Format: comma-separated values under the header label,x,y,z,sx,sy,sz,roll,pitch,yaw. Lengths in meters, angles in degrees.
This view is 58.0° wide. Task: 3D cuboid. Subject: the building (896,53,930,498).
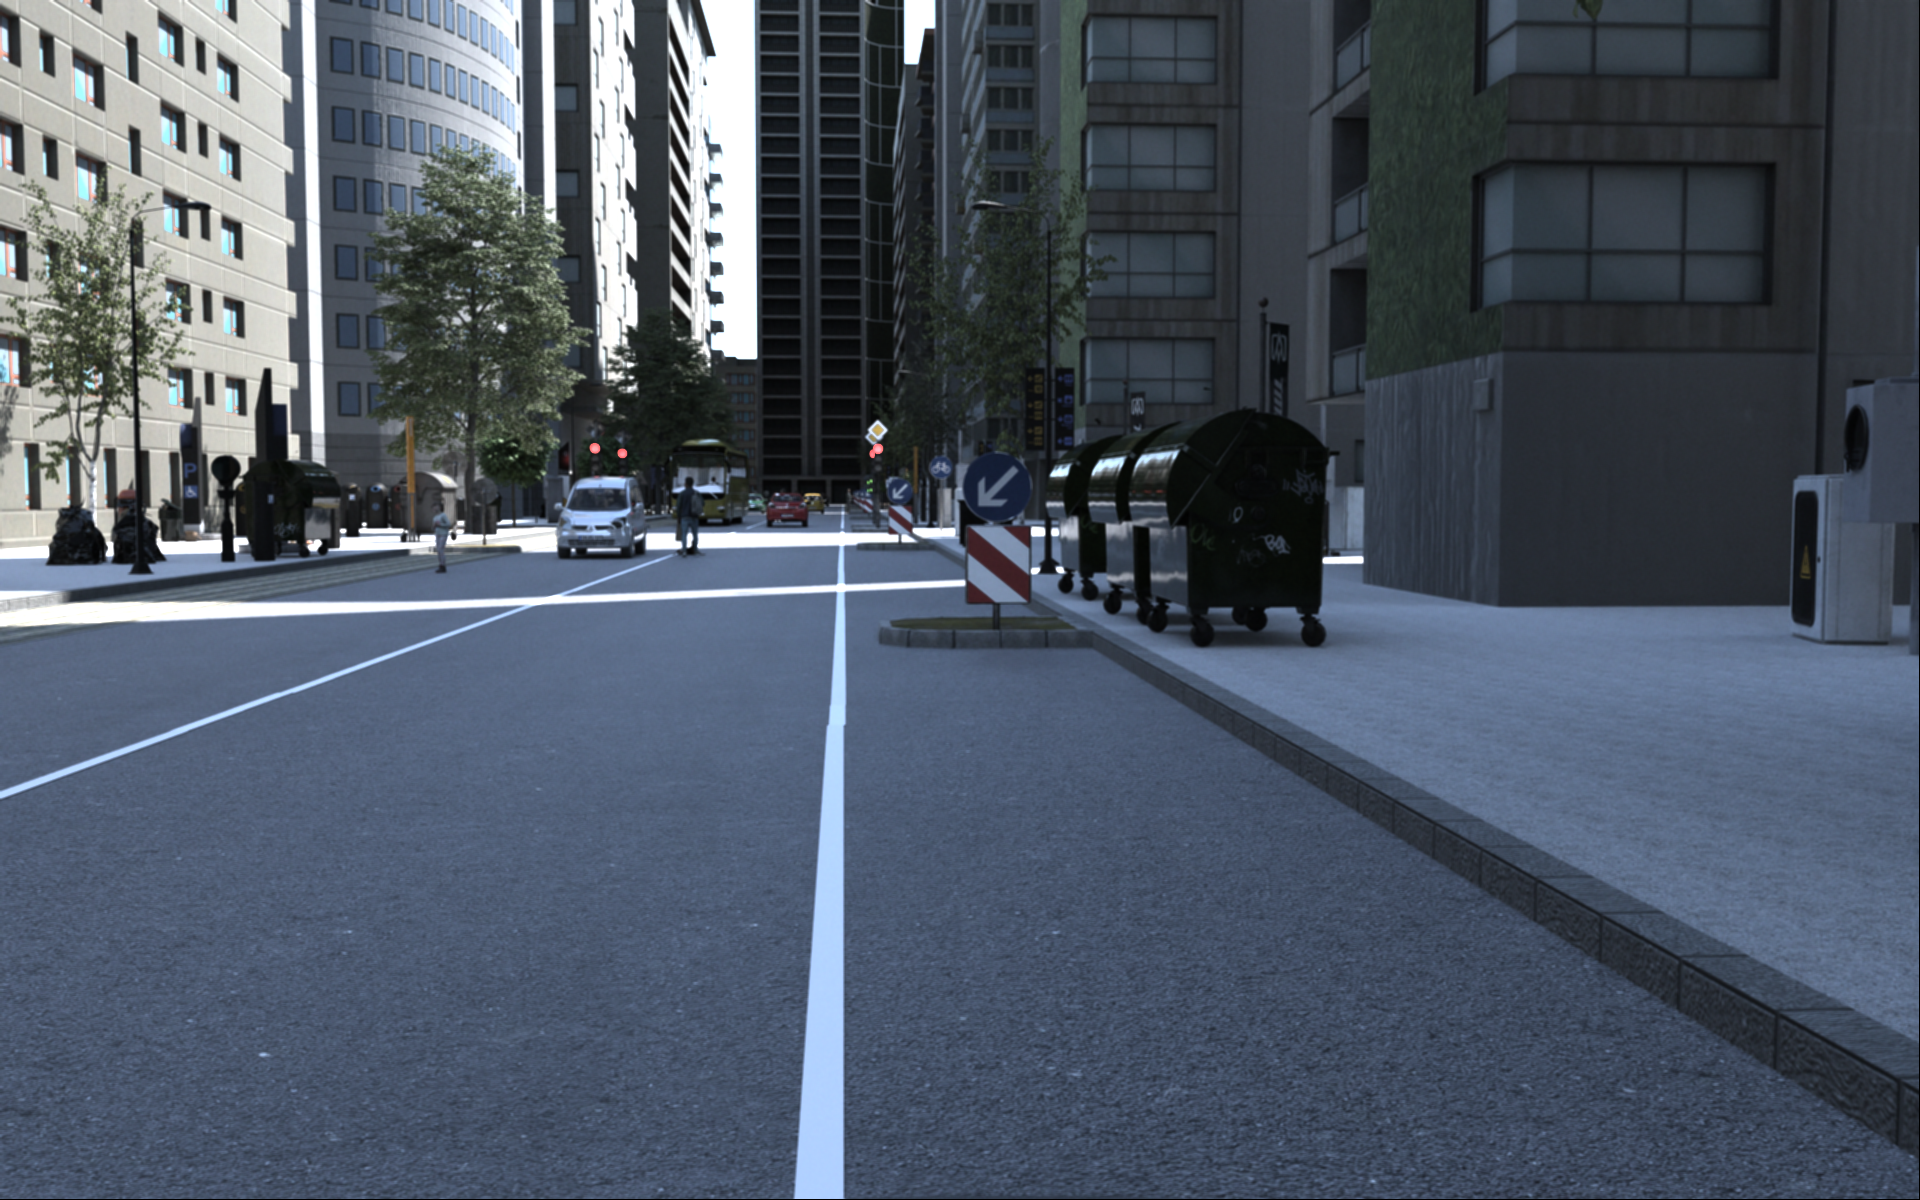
label,x,y,z,sx,sy,sz,roll,pitch,yaw
building,4.299,-34.548,188.556,21.300,48.544,21.600,0,4,-4

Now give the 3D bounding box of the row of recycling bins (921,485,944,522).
label,x,y,z,sx,sy,sz,roll,pitch,yaw
row of recycling bins,-1.288,-4.558,81.637,1.069,1.692,3.534,0,4,6

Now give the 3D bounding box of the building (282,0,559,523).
label,x,y,z,sx,sy,sz,roll,pitch,yaw
building,-33.275,-33.302,86.487,21.231,58.520,28.212,0,4,-4

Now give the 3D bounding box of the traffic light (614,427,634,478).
label,x,y,z,sx,sy,sz,roll,pitch,yaw
traffic light,-14.089,-5.119,72.619,0.839,4.253,0.868,0,4,-4

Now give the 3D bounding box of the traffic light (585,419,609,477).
label,x,y,z,sx,sy,sz,roll,pitch,yaw
traffic light,-13.553,-4.632,64.652,0.839,4.253,0.868,0,4,-4

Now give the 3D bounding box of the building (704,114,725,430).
label,x,y,z,sx,sy,sz,roll,pitch,yaw
building,-43.682,-35.890,206.403,30.456,49.044,23.786,0,4,-4

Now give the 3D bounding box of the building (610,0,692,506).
label,x,y,z,sx,sy,sz,roll,pitch,yaw
building,-35.975,-32.612,156.904,21.300,48.544,21.600,0,4,-4

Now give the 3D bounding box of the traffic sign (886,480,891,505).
label,x,y,z,sx,sy,sz,roll,pitch,yaw
traffic sign,-4.842,-7.221,120.187,0.606,2.300,0.079,0,4,5

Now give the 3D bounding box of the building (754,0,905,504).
label,x,y,z,sx,sy,sz,roll,pitch,yaw
building,-17.960,-49.233,243.217,20.611,71.187,20.563,0,4,-4

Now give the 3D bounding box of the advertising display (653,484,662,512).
label,x,y,z,sx,sy,sz,roll,pitch,yaw
advertising display,-19.383,-6.470,111.004,0.123,1.923,0.974,1,4,14

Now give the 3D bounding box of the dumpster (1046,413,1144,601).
label,x,y,z,sx,sy,sz,roll,pitch,yaw
dumpster,1.920,-1.167,21.579,1.502,2.255,1.985,0,4,-4

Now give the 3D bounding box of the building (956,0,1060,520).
label,x,y,z,sx,sy,sz,roll,pitch,yaw
building,12.319,-24.429,91.295,23.993,40.220,32.217,0,4,-4

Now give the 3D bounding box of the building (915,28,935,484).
label,x,y,z,sx,sy,sz,roll,pitch,yaw
building,7.072,-31.131,163.614,22.147,44.769,28.867,0,4,-4

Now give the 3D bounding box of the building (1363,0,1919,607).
label,x,y,z,sx,sy,sz,roll,pitch,yaw
building,12.649,-20.923,25.680,14.154,41.232,14.086,0,4,-4

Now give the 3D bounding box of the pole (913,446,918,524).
label,x,y,z,sx,sy,sz,roll,pitch,yaw
pole,-1.902,-4.919,74.276,0.158,3.312,0.155,0,3,0

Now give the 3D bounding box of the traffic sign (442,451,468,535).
label,x,y,z,sx,sy,sz,roll,pitch,yaw
traffic sign,-14.883,-3.115,51.030,0.768,2.556,0.104,0,4,2

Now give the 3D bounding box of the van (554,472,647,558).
label,x,y,z,sx,sy,sz,roll,pitch,yaw
van,-8.250,-2.018,40.005,2.013,2.044,4.112,0,4,-4

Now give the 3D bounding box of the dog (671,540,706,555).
label,x,y,z,sx,sy,sz,roll,pitch,yaw
dog,-6.384,-1.254,40.695,0.748,0.427,0.550,3,5,42

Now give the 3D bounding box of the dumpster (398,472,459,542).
label,x,y,z,sx,sy,sz,roll,pitch,yaw
dumpster,-14.347,-2.505,46.722,1.264,1.857,1.865,0,4,-4

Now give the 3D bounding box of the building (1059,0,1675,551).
label,x,y,z,sx,sy,sz,roll,pitch,yaw
building,9.543,-22.261,47.566,14.154,41.232,14.086,0,4,-4

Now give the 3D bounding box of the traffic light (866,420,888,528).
label,x,y,z,sx,sy,sz,roll,pitch,yaw
traffic light,-3.116,-4.676,65.368,0.839,4.253,0.868,0,4,-4

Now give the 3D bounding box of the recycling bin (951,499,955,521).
label,x,y,z,sx,sy,sz,roll,pitch,yaw
recycling bin,-0.056,-4.311,83.037,0.722,1.027,0.722,1,4,18

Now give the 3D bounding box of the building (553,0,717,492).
label,x,y,z,sx,sy,sz,roll,pitch,yaw
building,-40.504,-36.195,181.029,28.713,52.752,27.495,0,4,-4

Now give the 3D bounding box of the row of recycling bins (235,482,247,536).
label,x,y,z,sx,sy,sz,roll,pitch,yaw
row of recycling bins,-20.593,-2.778,52.530,3.534,1.692,1.069,2,4,27

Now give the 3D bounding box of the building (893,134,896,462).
label,x,y,z,sx,sy,sz,roll,pitch,yaw
building,2.892,-35.918,210.958,21.300,48.544,21.600,0,4,-4

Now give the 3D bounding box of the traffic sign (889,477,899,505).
label,x,y,z,sx,sy,sz,roll,pitch,yaw
traffic sign,-3.950,-6.210,103.659,0.606,2.300,0.079,0,4,2

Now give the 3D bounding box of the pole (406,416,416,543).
label,x,y,z,sx,sy,sz,roll,pitch,yaw
pole,-14.424,-3.159,45.490,0.158,3.312,0.155,0,3,0

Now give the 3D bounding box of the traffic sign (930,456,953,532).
label,x,y,z,sx,sy,sz,roll,pitch,yaw
traffic sign,-0.628,-3.528,57.784,0.768,2.556,0.104,0,4,4

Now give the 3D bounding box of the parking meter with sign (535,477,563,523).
label,x,y,z,sx,sy,sz,roll,pitch,yaw
parking meter with sign,-17.797,-4.885,76.136,1.738,3.016,0.543,-1,4,-20

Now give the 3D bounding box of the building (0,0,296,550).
label,x,y,z,sx,sy,sz,roll,pitch,yaw
building,-37.005,-12.318,46.447,28.899,21.520,27.650,0,4,-4

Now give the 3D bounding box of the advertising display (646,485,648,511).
label,x,y,z,sx,sy,sz,roll,pitch,yaw
advertising display,-21.492,-6.948,118.819,0.123,1.923,0.974,-1,4,-10

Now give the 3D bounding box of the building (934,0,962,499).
label,x,y,z,sx,sy,sz,roll,pitch,yaw
building,8.678,-35.490,122.265,21.231,58.520,28.212,0,4,-4

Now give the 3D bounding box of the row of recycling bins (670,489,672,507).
label,x,y,z,sx,sy,sz,roll,pitch,yaw
row of recycling bins,-21.898,-8.067,139.014,3.534,1.692,1.069,-2,4,-24

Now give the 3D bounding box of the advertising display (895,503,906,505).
label,x,y,z,sx,sy,sz,roll,pitch,yaw
advertising display,-3.591,-6.149,105.751,0.974,1.923,0.123,2,4,33

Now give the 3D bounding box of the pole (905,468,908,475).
label,x,y,z,sx,sy,sz,roll,pitch,yaw
pole,-4.193,-8.731,136.590,0.158,3.312,0.155,0,3,0

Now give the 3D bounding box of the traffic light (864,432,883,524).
label,x,y,z,sx,sy,sz,roll,pitch,yaw
traffic light,-3.652,-5.163,73.335,0.839,4.253,0.868,0,4,-4

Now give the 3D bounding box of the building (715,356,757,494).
label,x,y,z,sx,sy,sz,roll,pitch,yaw
building,-42.901,-24.565,246.682,28.899,21.520,27.650,0,4,-4

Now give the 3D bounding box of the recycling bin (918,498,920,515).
label,x,y,z,sx,sy,sz,roll,pitch,yaw
recycling bin,-2.891,-5.810,107.550,0.722,1.027,0.722,-3,4,-38

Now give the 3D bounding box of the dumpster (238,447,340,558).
label,x,y,z,sx,sy,sz,roll,pitch,yaw
dumpster,-13.720,-2.016,35.452,1.502,2.255,1.985,0,4,-4

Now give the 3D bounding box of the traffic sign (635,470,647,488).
label,x,y,z,sx,sy,sz,roll,pitch,yaw
traffic sign,-17.496,-5.785,94.590,0.884,2.594,0.081,0,4,3

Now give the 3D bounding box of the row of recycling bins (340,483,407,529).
label,x,y,z,sx,sy,sz,roll,pitch,yaw
row of recycling bins,-21.224,-3.498,64.311,3.534,1.692,1.069,-1,4,-11
